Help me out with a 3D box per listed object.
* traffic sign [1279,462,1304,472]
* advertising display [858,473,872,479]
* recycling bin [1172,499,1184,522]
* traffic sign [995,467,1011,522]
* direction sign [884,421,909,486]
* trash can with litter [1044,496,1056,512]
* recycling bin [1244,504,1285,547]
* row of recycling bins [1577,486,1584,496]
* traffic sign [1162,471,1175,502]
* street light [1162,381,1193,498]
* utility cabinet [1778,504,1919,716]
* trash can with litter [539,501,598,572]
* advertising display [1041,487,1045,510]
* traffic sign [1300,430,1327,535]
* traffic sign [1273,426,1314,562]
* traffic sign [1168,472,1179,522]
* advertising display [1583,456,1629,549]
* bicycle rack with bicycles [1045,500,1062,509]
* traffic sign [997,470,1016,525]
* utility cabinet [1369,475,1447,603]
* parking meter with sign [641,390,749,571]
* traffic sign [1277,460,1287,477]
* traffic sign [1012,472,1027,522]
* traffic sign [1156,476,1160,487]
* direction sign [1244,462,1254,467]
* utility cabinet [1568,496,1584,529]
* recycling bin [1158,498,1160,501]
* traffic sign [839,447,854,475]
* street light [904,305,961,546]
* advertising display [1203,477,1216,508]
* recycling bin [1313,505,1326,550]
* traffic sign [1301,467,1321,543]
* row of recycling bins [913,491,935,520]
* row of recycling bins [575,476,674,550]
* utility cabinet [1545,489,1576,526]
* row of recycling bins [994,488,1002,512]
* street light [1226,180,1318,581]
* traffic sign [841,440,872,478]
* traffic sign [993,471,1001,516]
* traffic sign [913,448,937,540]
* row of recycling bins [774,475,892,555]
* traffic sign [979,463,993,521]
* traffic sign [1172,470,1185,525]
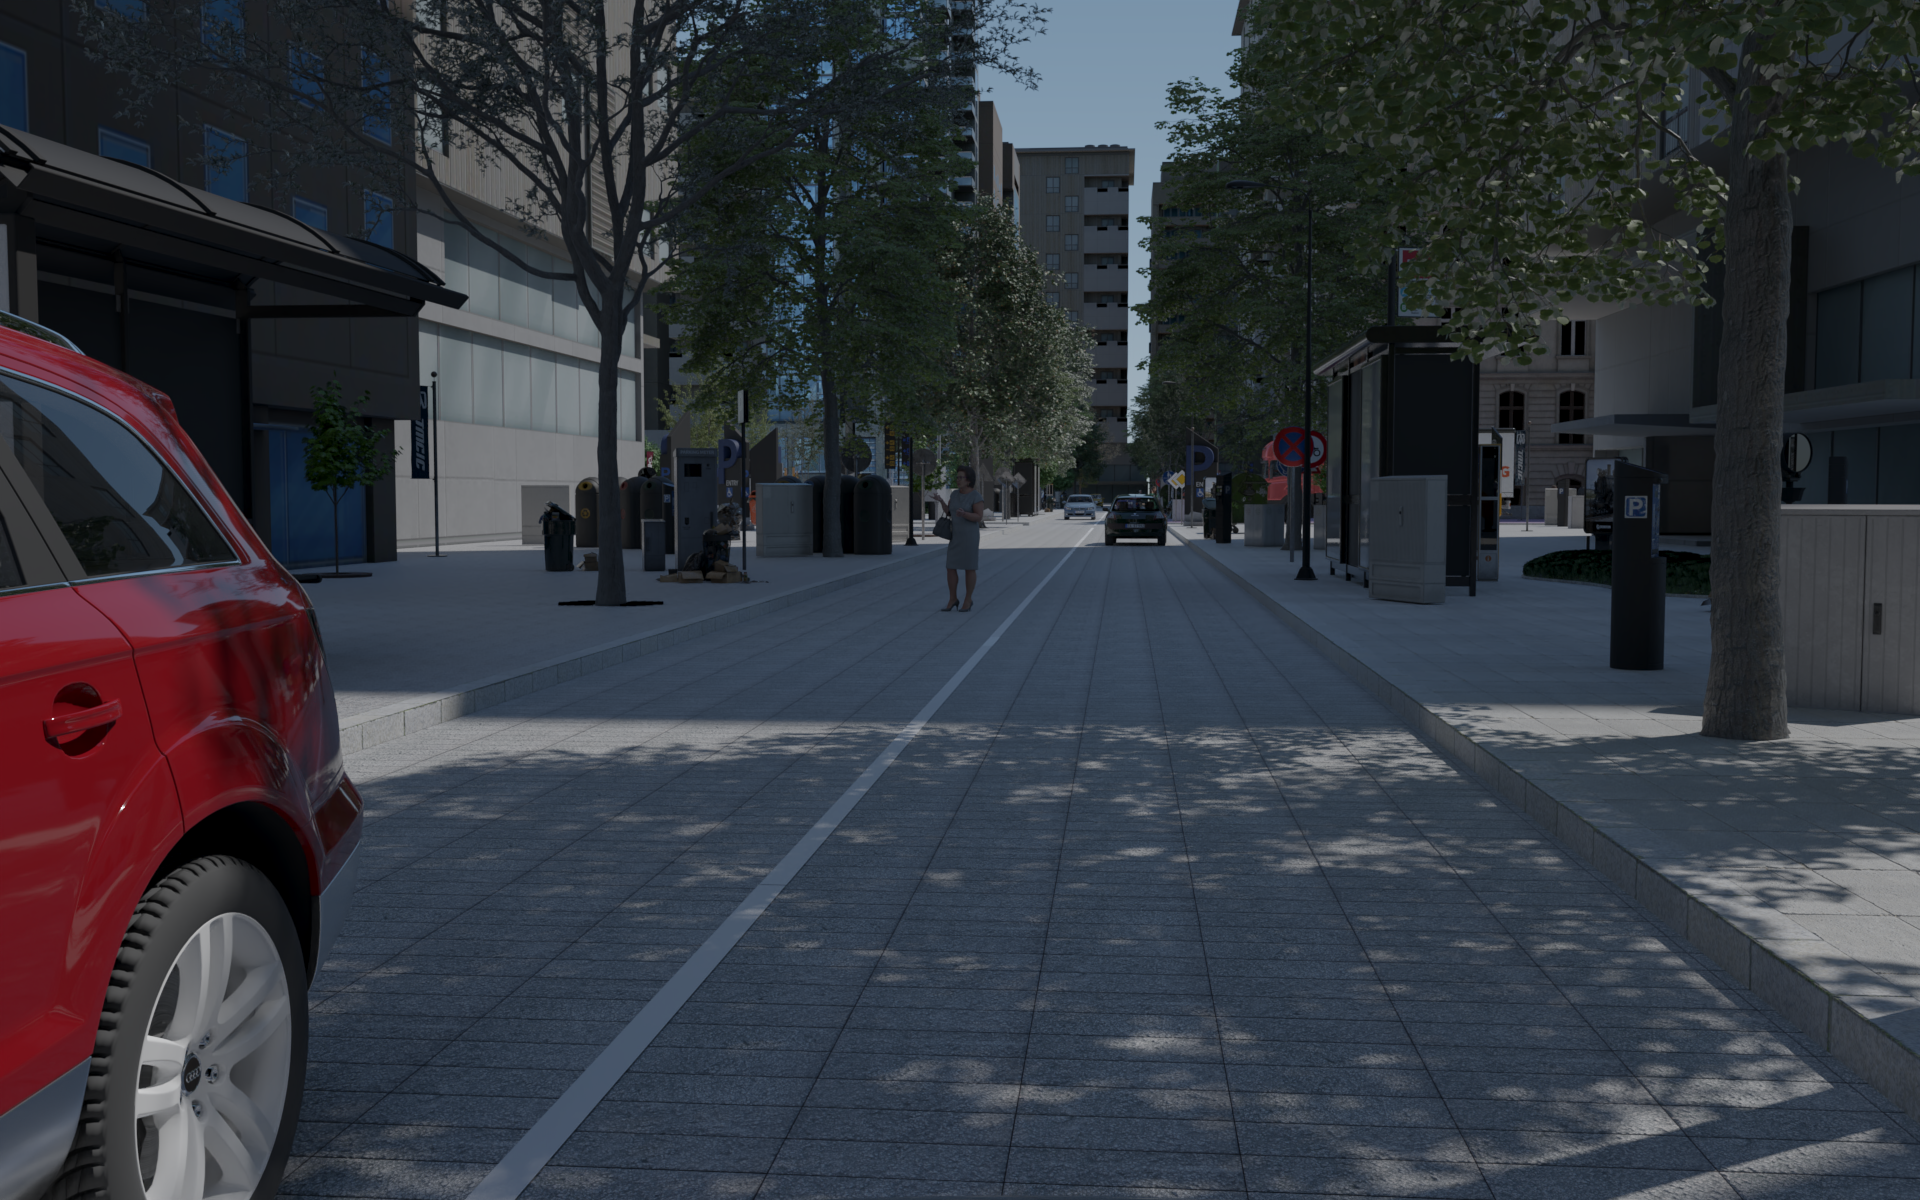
[{"bbox_3d":[8.584,-2.718,44.542,0.768,2.556,0.104,1,4,14],"label":"traffic sign"},{"bbox_3d":[-3.139,-2.978,53.897,0.974,1.923,0.123,-3,5,-42],"label":"advertising display"},{"bbox_3d":[10.383,-4.194,81.128,0.722,1.027,0.722,1,4,21],"label":"recycling bin"},{"bbox_3d":[1.999,-4.930,80.716,0.768,2.556,0.104,1,4,12],"label":"traffic sign"},{"bbox_3d":[-1.911,-3.788,53.929,0.876,3.537,0.379,-1,4,-9],"label":"direction sign"},{"bbox_3d":[6.283,-6.736,121.525,0.624,1.170,1.055,1,4,20],"label":"trash can with litter"},{"bbox_3d":[7.469,-1.832,42.509,0.722,1.027,0.722,-2,4,-33],"label":"recycling bin"},{"bbox_3d":[44.172,-6.861,119.292,3.534,1.692,1.069,0,4,-8],"label":"row of recycling bins"},{"bbox_3d":[11.407,-5.767,94.395,0.768,2.556,0.104,1,4,12],"label":"traffic sign"},{"bbox_3d":[9.023,-6.047,71.407,1.470,5.913,1.316,0,4,5],"label":"street light"},{"bbox_3d":[5.295,0.050,10.343,1.020,1.237,0.306,3,4,38],"label":"utility cabinet"},{"bbox_3d":[-6.456,-1.070,28.888,1.055,1.170,0.624,-1,4,-23],"label":"trash can with litter"},{"bbox_3d":[6.678,-8.200,139.286,0.123,1.923,0.974,-1,4,-11],"label":"advertising display"},{"bbox_3d":[6.967,-2.108,34.576,0.768,2.556,0.104,1,4,8],"label":"traffic sign"},{"bbox_3d":[6.257,-1.985,32.566,0.768,2.556,0.104,1,4,9],"label":"traffic sign"},{"bbox_3d":[9.900,-4.633,79.394,0.795,2.450,0.064,0,4,5],"label":"traffic sign"},{"bbox_3d":[11.227,-1.524,30.133,0.123,1.923,0.974,-1,4,-20],"label":"advertising display"},{"bbox_3d":[7.341,-8.250,148.272,2.925,0.926,2.852,0,4,1],"label":"bicycle rack with bicycles"},{"bbox_3d":[1.941,-4.190,72.142,0.795,2.450,0.064,0,4,5],"label":"traffic sign"},{"bbox_3d":[5.297,-0.727,20.562,0.318,1.500,1.173,-1,4,-19],"label":"utility cabinet"},{"bbox_3d":[-4.435,-1.999,28.953,1.738,3.016,0.543,-1,4,-17],"label":"parking meter with sign"},{"bbox_3d":[9.775,-3.137,51.398,0.768,2.556,0.104,0,4,6],"label":"traffic sign"},{"bbox_3d":[2.690,-4.676,80.092,0.795,2.450,0.064,0,4,5],"label":"traffic sign"},{"bbox_3d":[14.225,-7.491,122.576,0.768,2.556,0.104,1,4,14],"label":"traffic sign"},{"bbox_3d":[20.442,-7.998,122.772,0.379,3.537,0.876,-3,5,-40],"label":"direction sign"},{"bbox_3d":[23.125,-3.253,64.355,1.020,1.237,0.306,-1,4,-10],"label":"utility cabinet"},{"bbox_3d":[14.459,-6.927,125.814,0.722,1.027,0.722,1,4,21],"label":"recycling bin"},{"bbox_3d":[-2.978,-2.777,45.505,0.768,2.556,0.104,1,4,11],"label":"traffic sign"},{"bbox_3d":[-0.675,-4.298,42.815,1.470,5.913,1.316,0,4,5],"label":"street light"},{"bbox_3d":[9.487,-3.607,64.184,0.974,1.923,0.123,-1,4,-15],"label":"advertising display"},{"bbox_3d":[8.668,-1.680,40.025,0.722,1.027,0.722,-2,4,-31],"label":"recycling bin"},{"bbox_3d":[9.037,-2.784,45.518,0.884,2.594,0.081,1,4,13],"label":"traffic sign"},{"bbox_3d":[-2.508,-4.849,86.389,3.534,1.692,1.069,1,4,12],"label":"row of recycling bins"},{"bbox_3d":[-7.889,-2.069,40.940,3.534,1.692,1.069,3,5,44],"label":"row of recycling bins"},{"bbox_3d":[24.050,-3.712,69.374,1.173,1.500,0.318,1,4,17],"label":"utility cabinet"},{"bbox_3d":[2.940,-7.095,123.123,3.534,1.692,1.069,3,4,38],"label":"row of recycling bins"},{"bbox_3d":[4.630,-3.255,25.756,1.470,5.913,1.316,0,4,5],"label":"street light"},{"bbox_3d":[-2.443,-2.485,40.734,0.768,2.556,0.104,1,4,14],"label":"traffic sign"},{"bbox_3d":[1.900,-6.056,99.017,0.884,2.594,0.081,1,4,10],"label":"traffic sign"},{"bbox_3d":[-1.026,-2.941,48.190,0.768,2.556,0.104,0,4,6],"label":"traffic sign"},{"bbox_3d":[-2.818,-1.875,37.772,3.534,1.692,1.069,3,5,43],"label":"row of recycling bins"},{"bbox_3d":[0.955,-4.433,72.484,0.884,2.594,0.081,1,4,13],"label":"traffic sign"},{"bbox_3d":[9.151,-4.147,71.444,0.795,2.450,0.064,0,4,5],"label":"traffic sign"}]
